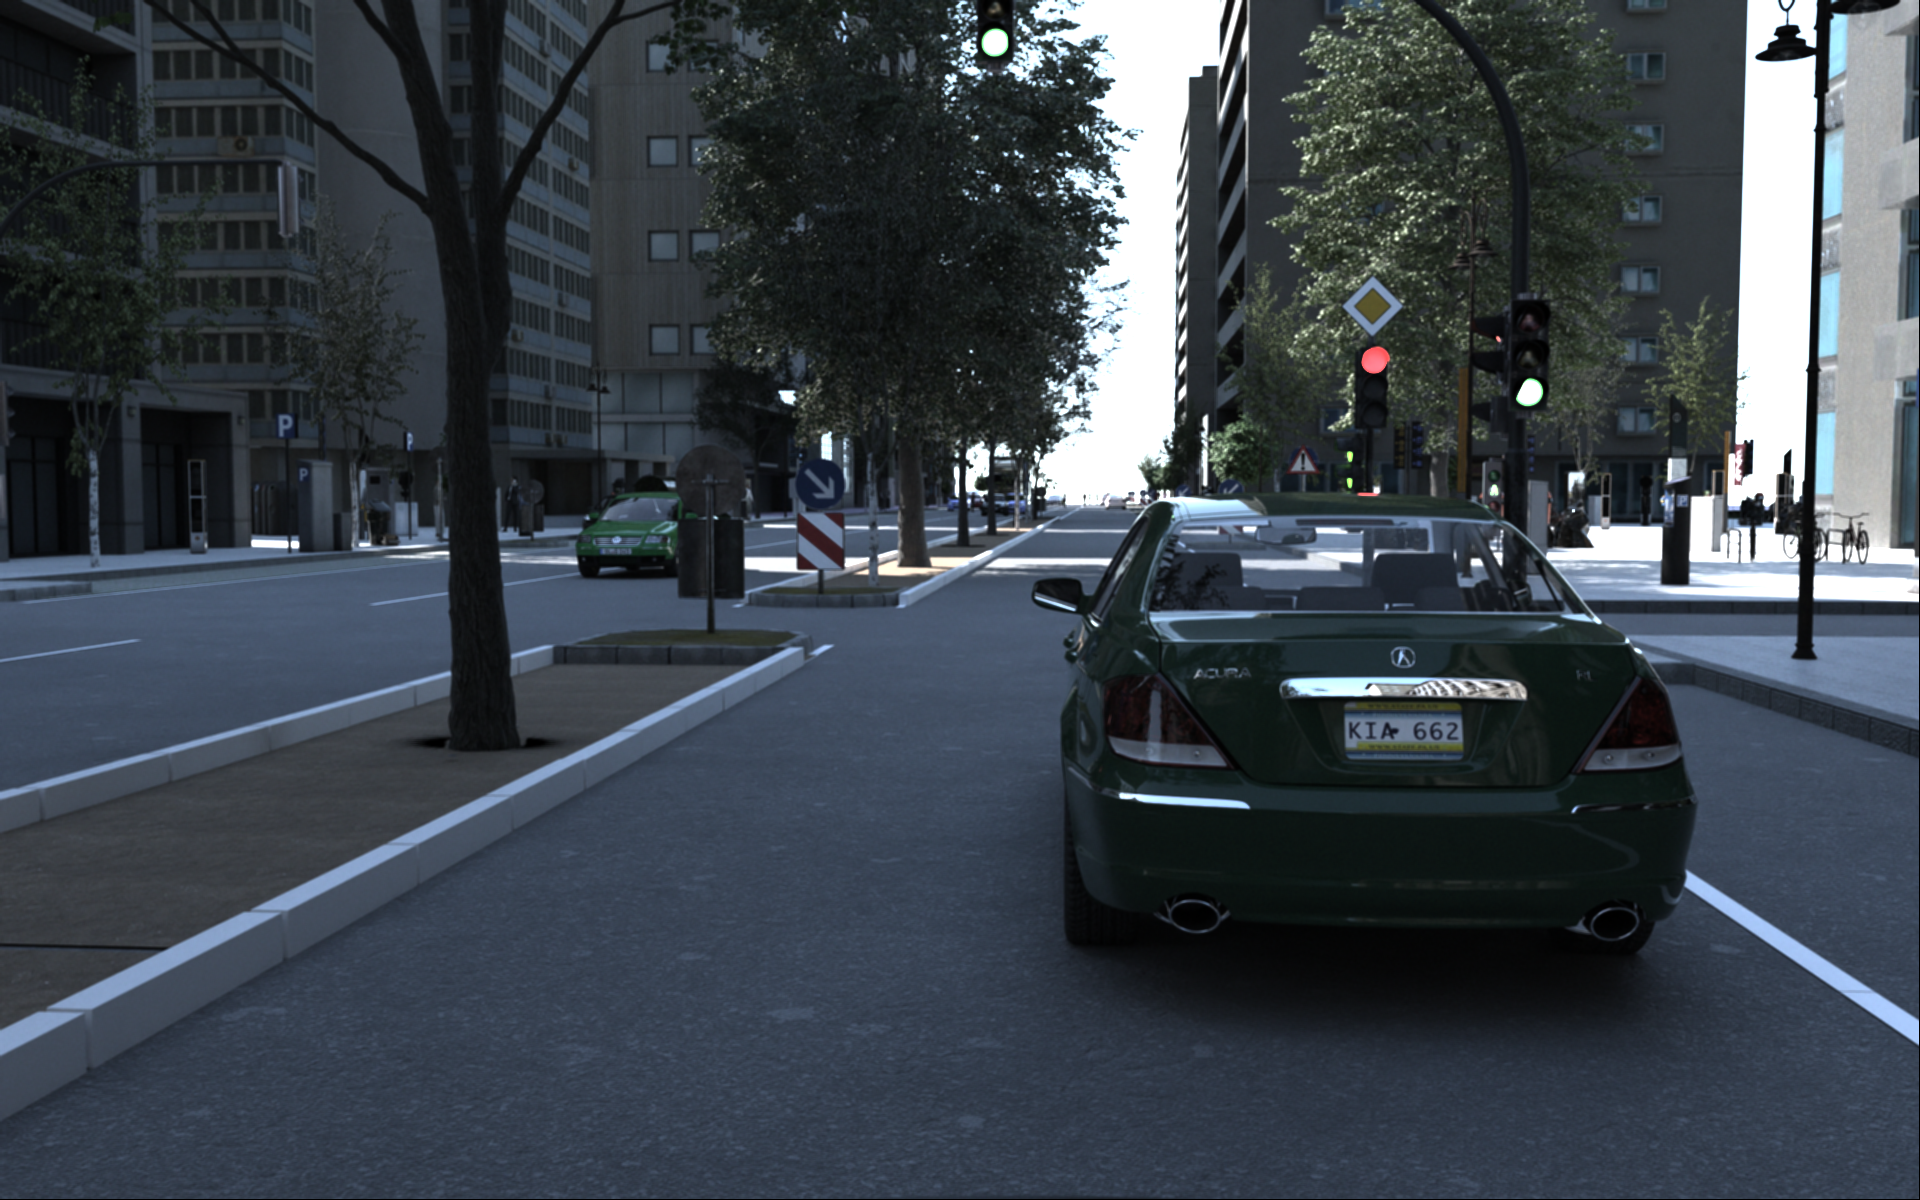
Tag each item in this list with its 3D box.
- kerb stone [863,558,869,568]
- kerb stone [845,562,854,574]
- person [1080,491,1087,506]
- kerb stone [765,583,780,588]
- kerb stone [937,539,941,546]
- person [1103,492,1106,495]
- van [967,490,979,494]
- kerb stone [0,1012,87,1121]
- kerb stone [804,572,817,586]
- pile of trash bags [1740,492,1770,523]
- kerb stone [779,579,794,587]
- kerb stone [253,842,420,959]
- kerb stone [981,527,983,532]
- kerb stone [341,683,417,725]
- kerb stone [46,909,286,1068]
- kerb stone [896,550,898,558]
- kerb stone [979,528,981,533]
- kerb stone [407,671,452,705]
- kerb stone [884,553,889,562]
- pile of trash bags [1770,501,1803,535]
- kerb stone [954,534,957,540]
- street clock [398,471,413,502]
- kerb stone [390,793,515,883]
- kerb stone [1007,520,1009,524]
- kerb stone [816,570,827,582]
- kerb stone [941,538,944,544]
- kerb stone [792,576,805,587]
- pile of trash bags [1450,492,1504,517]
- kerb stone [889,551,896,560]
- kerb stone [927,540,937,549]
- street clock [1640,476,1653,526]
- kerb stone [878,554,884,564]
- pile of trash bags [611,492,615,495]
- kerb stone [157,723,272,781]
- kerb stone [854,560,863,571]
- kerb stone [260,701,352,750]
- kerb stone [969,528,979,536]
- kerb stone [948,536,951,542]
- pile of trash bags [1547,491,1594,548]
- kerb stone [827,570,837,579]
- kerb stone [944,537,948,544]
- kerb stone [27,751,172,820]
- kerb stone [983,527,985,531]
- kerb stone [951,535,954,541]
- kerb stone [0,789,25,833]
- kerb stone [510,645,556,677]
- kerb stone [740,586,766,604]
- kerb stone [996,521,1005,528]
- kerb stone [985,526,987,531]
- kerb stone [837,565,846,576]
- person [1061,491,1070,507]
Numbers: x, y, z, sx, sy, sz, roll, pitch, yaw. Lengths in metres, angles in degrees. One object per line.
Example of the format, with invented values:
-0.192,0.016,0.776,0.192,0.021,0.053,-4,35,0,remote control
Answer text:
-1.906,-0.672,33.190,0.120,0.150,1.000,0,4,5,kerb stone
-2.079,-0.545,31.154,0.120,0.150,1.000,0,4,5,kerb stone
14.534,-11.947,204.363,0.750,1.759,0.617,-1,4,-18,person
-2.683,-0.109,24.014,0.120,0.150,1.000,0,4,5,kerb stone
-0.701,-1.543,47.456,0.120,0.150,1.000,0,4,5,kerb stone
19.951,-14.087,239.370,0.990,1.755,0.434,3,5,45,person
1.448,-11.797,199.895,2.013,2.044,4.112,0,4,4,van
-2.265,1.126,3.793,0.120,0.150,1.000,0,4,5,kerb stone
-2.417,-0.299,27.080,0.120,0.150,1.000,0,4,5,kerb stone
36.397,-4.208,78.550,1.912,1.369,3.447,1,4,18,pile of trash bags
-2.586,-0.169,25.032,0.120,0.150,1.000,0,4,5,kerb stone
-2.087,1.000,5.840,0.120,0.150,1.000,0,4,5,kerb stone
0.666,-2.544,63.796,0.120,0.150,1.000,0,4,5,kerb stone
-3.760,0.679,11.121,0.120,0.150,1.000,0,4,5,kerb stone
-2.179,1.063,4.818,0.120,0.150,1.000,0,4,5,kerb stone
-1.478,-0.983,38.282,0.120,0.150,1.000,0,4,5,kerb stone
0.580,-2.482,62.773,0.120,0.150,1.000,0,4,5,kerb stone
-3.671,0.615,12.140,0.120,0.150,1.000,0,4,5,kerb stone
-1.652,-0.854,36.246,0.120,0.150,1.000,0,4,5,kerb stone
27.564,-2.736,54.491,3.447,1.369,1.912,1,4,21,pile of trash bags
-0.275,-1.857,52.560,0.120,0.150,1.000,0,4,5,kerb stone
-17.478,-3.061,54.613,0.358,2.002,0.471,1,4,19,street clock
-2.004,0.938,6.861,0.120,0.150,1.000,0,4,5,kerb stone
2.045,-3.543,80.118,0.120,0.150,1.000,0,4,5,kerb stone
-2.337,-0.361,28.099,0.120,0.150,1.000,0,4,5,kerb stone
-0.625,-1.608,48.483,0.120,0.150,1.000,0,4,5,kerb stone
-2.509,-0.236,26.057,0.120,0.150,1.000,0,4,5,kerb stone
11.016,-1.837,39.791,1.912,1.369,3.447,-3,5,-39,pile of trash bags
-1.556,-0.922,37.263,0.120,0.150,1.000,0,4,5,kerb stone
-0.788,-1.479,46.436,0.120,0.150,1.000,0,4,5,kerb stone
27.626,-3.986,69.734,0.471,2.002,0.358,3,5,42,street clock
-1.725,-0.797,35.226,0.120,0.150,1.000,0,4,5,kerb stone
-17.523,-5.166,94.215,3.447,1.369,1.912,0,4,-6,pile of trash bags
-3.919,0.802,9.081,0.120,0.150,1.000,0,4,5,kerb stone
-1.986,-0.610,32.171,0.120,0.150,1.000,0,4,5,kerb stone
-3.837,0.740,10.100,0.120,0.150,1.000,0,4,5,kerb stone
0.493,-2.419,61.751,0.120,0.150,1.000,0,4,5,kerb stone
-0.449,-1.730,50.519,0.120,0.150,1.000,0,4,5,kerb stone
14.395,-2.001,42.475,1.912,1.369,3.447,1,4,13,pile of trash bags
-2.244,-0.417,29.117,0.120,0.150,1.000,0,4,5,kerb stone
-0.525,-1.670,49.500,0.120,0.150,1.000,0,4,5,kerb stone
-4.011,0.864,8.063,0.120,0.150,1.000,0,4,5,kerb stone
0.754,-2.607,64.816,0.120,0.150,1.000,0,4,5,kerb stone
-0.369,-1.795,51.538,0.120,0.150,1.000,0,4,5,kerb stone
-4.106,0.927,7.045,0.120,0.150,1.000,0,4,5,kerb stone
-3.498,0.490,14.185,0.120,0.150,1.000,0,4,5,kerb stone
-2.759,-0.046,22.984,0.120,0.150,1.000,0,4,5,kerb stone
1.787,-3.355,77.055,0.120,0.150,1.000,0,4,5,kerb stone
0.833,-2.665,65.835,0.120,0.150,1.000,0,4,5,kerb stone
-2.154,-0.486,30.135,0.120,0.150,1.000,0,4,5,kerb stone
11.315,-10.816,186.023,0.721,1.739,1.217,-3,5,-45,person
